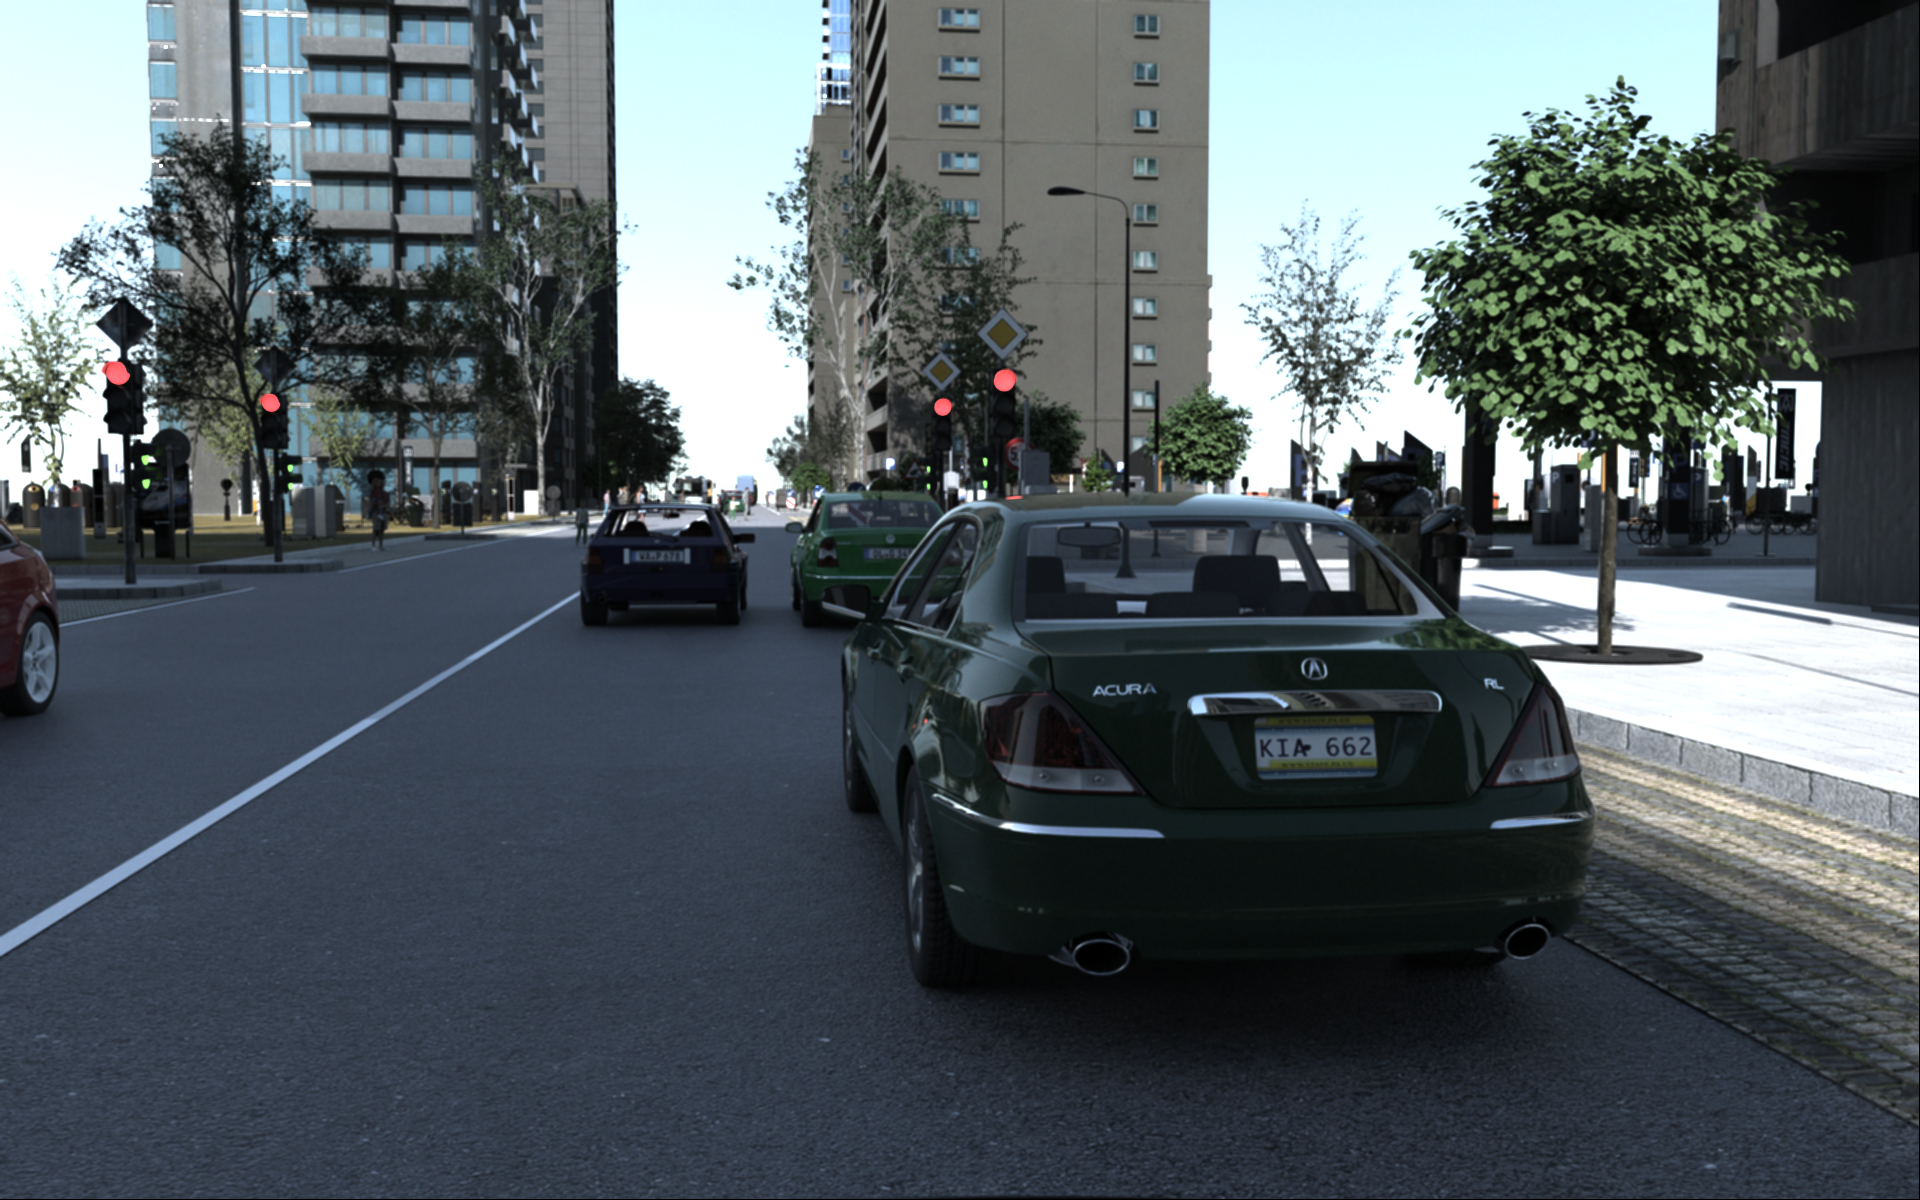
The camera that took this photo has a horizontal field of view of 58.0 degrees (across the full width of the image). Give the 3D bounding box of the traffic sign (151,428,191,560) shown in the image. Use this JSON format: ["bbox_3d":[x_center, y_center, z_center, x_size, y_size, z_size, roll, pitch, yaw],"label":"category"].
[{"bbox_3d":[-15.279,-2.045,33.546,0.768,2.556,0.104,0,4,-3],"label":"traffic sign"}]

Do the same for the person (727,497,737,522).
[{"bbox_3d":[-11.807,-4.711,89.773,0.590,1.304,0.306,2,4,35],"label":"person"}]

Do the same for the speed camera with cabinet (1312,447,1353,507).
[{"bbox_3d":[15.715,-4.790,72.650,2.038,3.252,0.660,3,5,40],"label":"speed camera with cabinet"}]

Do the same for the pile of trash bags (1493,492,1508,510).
[{"bbox_3d":[29.250,-4.968,90.983,1.912,1.369,3.447,-3,5,-39],"label":"pile of trash bags"}]

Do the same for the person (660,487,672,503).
[{"bbox_3d":[-16.630,-5.465,97.954,0.679,1.850,0.850,-1,4,-18],"label":"person"}]

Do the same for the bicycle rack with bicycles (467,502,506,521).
[{"bbox_3d":[-22.785,-4.184,81.784,2.925,0.926,2.852,-1,4,-15],"label":"bicycle rack with bicycles"}]

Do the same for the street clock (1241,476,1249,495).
[{"bbox_3d":[11.714,-4.077,71.226,0.358,2.002,0.471,1,4,19],"label":"street clock"}]

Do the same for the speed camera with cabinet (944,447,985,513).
[{"bbox_3d":[0.236,-4.777,72.442,2.038,3.252,0.660,-1,4,-15],"label":"speed camera with cabinet"}]

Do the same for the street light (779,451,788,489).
[{"bbox_3d":[-19.506,-13.741,197.208,1.470,5.913,1.316,0,4,-7],"label":"street light"}]

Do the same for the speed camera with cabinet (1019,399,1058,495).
[{"bbox_3d":[1.612,-2.513,35.431,0.660,3.252,2.038,0,4,-3],"label":"speed camera with cabinet"}]

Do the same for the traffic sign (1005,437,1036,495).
[{"bbox_3d":[1.345,-2.375,38.935,0.768,2.556,0.104,0,4,2],"label":"traffic sign"}]

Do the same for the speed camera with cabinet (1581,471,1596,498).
[{"bbox_3d":[33.173,-6.055,93.337,2.038,3.252,0.660,3,5,41],"label":"speed camera with cabinet"}]

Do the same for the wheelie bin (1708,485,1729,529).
[{"bbox_3d":[27.496,-3.369,62.984,0.693,1.594,0.980,-3,5,-43],"label":"wheelie bin"}]

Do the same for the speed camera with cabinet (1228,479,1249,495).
[{"bbox_3d":[16.859,-6.790,105.345,0.660,3.252,2.038,-2,4,-23],"label":"speed camera with cabinet"}]

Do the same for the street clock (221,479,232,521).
[{"bbox_3d":[-35.142,-4.798,83.020,0.358,2.002,0.471,2,4,32],"label":"street clock"}]

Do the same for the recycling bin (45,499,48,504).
[{"bbox_3d":[-48.040,-4.793,90.927,0.722,1.027,0.722,1,4,13],"label":"recycling bin"}]

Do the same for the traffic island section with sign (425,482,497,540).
[{"bbox_3d":[-15.653,-2.802,54.446,1.989,1.847,2.006,0,4,-7],"label":"traffic island section with sign"}]

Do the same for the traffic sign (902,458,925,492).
[{"bbox_3d":[-1.612,-3.772,61.677,0.884,2.594,0.081,0,4,1],"label":"traffic sign"}]

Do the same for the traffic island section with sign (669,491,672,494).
[{"bbox_3d":[-39.057,-14.139,239.805,1.989,1.847,2.006,0,4,-7],"label":"traffic island section with sign"}]

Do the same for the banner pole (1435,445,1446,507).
[{"bbox_3d":[24.741,-6.061,89.112,0.863,3.779,0.401,-2,4,-26],"label":"banner pole"}]

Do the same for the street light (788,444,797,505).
[{"bbox_3d":[-15.079,-11.575,161.793,1.470,5.913,1.316,0,4,-7],"label":"street light"}]

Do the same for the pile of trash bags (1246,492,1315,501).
[{"bbox_3d":[13.342,-3.749,71.053,1.912,1.369,3.447,-2,4,-32],"label":"pile of trash bags"}]

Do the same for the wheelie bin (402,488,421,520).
[{"bbox_3d":[-26.732,-4.683,84.468,0.980,1.594,0.693,-3,4,-36],"label":"wheelie bin"}]

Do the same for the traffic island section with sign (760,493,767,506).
[{"bbox_3d":[-26.925,-14.283,242.158,1.989,1.847,2.006,0,4,-7],"label":"traffic island section with sign"}]

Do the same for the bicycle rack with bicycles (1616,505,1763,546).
[{"bbox_3d":[18.242,-1.885,44.206,2.925,0.926,2.852,0,4,-5],"label":"bicycle rack with bicycles"}]

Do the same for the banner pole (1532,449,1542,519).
[{"bbox_3d":[20.347,-4.346,61.077,0.401,3.779,0.863,0,4,-4],"label":"banner pole"}]

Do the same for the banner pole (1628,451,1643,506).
[{"bbox_3d":[32.396,-5.676,82.821,0.863,3.779,0.401,1,4,12],"label":"banner pole"}]

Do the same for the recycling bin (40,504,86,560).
[{"bbox_3d":[-17.555,-1.306,33.909,0.722,1.027,0.722,-1,4,-22],"label":"recycling bin"}]

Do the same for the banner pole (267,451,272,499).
[{"bbox_3d":[-40.477,-6.824,101.589,0.401,3.779,0.863,-3,5,-44],"label":"banner pole"}]

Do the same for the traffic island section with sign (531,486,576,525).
[{"bbox_3d":[-19.021,-4.438,81.191,1.989,1.847,2.006,0,4,-7],"label":"traffic island section with sign"}]

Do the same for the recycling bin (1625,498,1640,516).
[{"bbox_3d":[39.168,-5.408,100.969,0.722,1.027,0.722,-3,5,-44],"label":"recycling bin"}]

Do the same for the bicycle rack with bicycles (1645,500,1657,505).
[{"bbox_3d":[45.048,-6.005,111.567,2.925,0.926,2.852,1,4,15],"label":"bicycle rack with bicycles"}]

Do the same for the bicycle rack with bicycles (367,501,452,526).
[{"bbox_3d":[-22.860,-3.534,71.168,2.925,0.926,2.852,1,4,20],"label":"bicycle rack with bicycles"}]

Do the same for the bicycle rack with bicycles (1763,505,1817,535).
[{"bbox_3d":[26.192,-2.571,55.421,2.852,0.926,2.925,-2,4,-30],"label":"bicycle rack with bicycles"}]

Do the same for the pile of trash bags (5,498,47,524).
[{"bbox_3d":[-39.990,-3.920,73.838,1.912,1.369,3.447,2,4,24],"label":"pile of trash bags"}]

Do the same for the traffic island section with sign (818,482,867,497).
[{"bbox_3d":[-3.541,-2.956,56.966,1.989,1.847,2.006,0,4,-7],"label":"traffic island section with sign"}]

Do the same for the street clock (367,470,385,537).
[{"bbox_3d":[-17.589,-2.915,52.223,0.471,2.002,0.358,0,4,-4],"label":"street clock"}]

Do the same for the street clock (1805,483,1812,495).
[{"bbox_3d":[56.635,-6.790,115.583,0.358,2.002,0.471,-1,4,-21],"label":"street clock"}]

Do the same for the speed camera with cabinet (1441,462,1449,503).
[{"bbox_3d":[30.116,-6.962,108.167,0.660,3.252,2.038,1,4,12],"label":"speed camera with cabinet"}]

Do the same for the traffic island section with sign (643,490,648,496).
[{"bbox_3d":[-28.818,-9.181,158.730,1.989,1.847,2.006,0,4,-7],"label":"traffic island section with sign"}]

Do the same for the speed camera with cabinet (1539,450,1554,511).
[{"bbox_3d":[26.027,-5.084,77.452,0.660,3.252,2.038,0,4,-1],"label":"speed camera with cabinet"}]

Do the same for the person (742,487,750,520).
[{"bbox_3d":[-11.661,-5.256,94.542,0.391,1.810,0.635,0,4,2],"label":"person"}]

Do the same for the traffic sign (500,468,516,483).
[{"bbox_3d":[-21.782,-5.100,83.499,0.768,2.556,0.104,0,4,-3],"label":"traffic sign"}]

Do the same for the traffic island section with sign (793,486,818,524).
[{"bbox_3d":[-6.926,-4.592,83.709,1.989,1.847,2.006,0,4,-7],"label":"traffic island section with sign"}]

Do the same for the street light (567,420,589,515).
[{"bbox_3d":[-23.875,-8.306,108.349,1.470,5.913,1.316,0,4,-7],"label":"street light"}]

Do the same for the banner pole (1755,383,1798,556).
[{"bbox_3d":[16.969,-2.808,35.936,0.863,3.779,0.401,-1,4,-13],"label":"banner pole"}]

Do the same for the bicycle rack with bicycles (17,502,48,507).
[{"bbox_3d":[-42.755,-4.121,80.761,2.852,0.926,2.925,0,4,2],"label":"bicycle rack with bicycles"}]

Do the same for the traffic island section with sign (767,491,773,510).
[{"bbox_3d":[-16.450,-9.209,159.196,1.989,1.847,2.006,0,4,-7],"label":"traffic island section with sign"}]

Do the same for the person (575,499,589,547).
[{"bbox_3d":[-10.205,-2.079,46.741,0.306,1.304,0.590,-2,4,-35],"label":"person"}]

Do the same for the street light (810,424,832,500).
[{"bbox_3d":[-9.107,-8.725,115.198,1.470,5.913,1.316,0,4,-7],"label":"street light"}]

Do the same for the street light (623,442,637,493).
[{"bbox_3d":[-29.821,-11.135,154.597,1.470,5.913,1.316,0,4,-7],"label":"street light"}]

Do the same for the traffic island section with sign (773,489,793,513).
[{"bbox_3d":[-13.077,-7.573,132.452,1.989,1.847,2.006,0,4,-7],"label":"traffic island section with sign"}]

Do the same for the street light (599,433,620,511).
[{"bbox_3d":[-26.777,-9.725,131.550,1.470,5.913,1.316,0,4,-7],"label":"street light"}]

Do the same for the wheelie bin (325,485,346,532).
[{"bbox_3d":[-21.212,-3.090,58.423,0.693,1.594,0.980,1,4,13],"label":"wheelie bin"}]

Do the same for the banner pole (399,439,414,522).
[{"bbox_3d":[-25.334,-5.452,79.153,0.401,3.779,0.863,3,5,41],"label":"banner pole"}]

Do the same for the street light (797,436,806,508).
[{"bbox_3d":[-12.064,-10.150,138.494,1.470,5.913,1.316,0,4,-7],"label":"street light"}]

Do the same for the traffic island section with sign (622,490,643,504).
[{"bbox_3d":[-25.434,-7.545,131.988,1.989,1.847,2.006,0,4,-7],"label":"traffic island section with sign"}]

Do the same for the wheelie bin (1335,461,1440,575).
[{"bbox_3d":[4.078,-0.528,16.539,0.980,1.594,0.693,0,4,5],"label":"wheelie bin"}]
